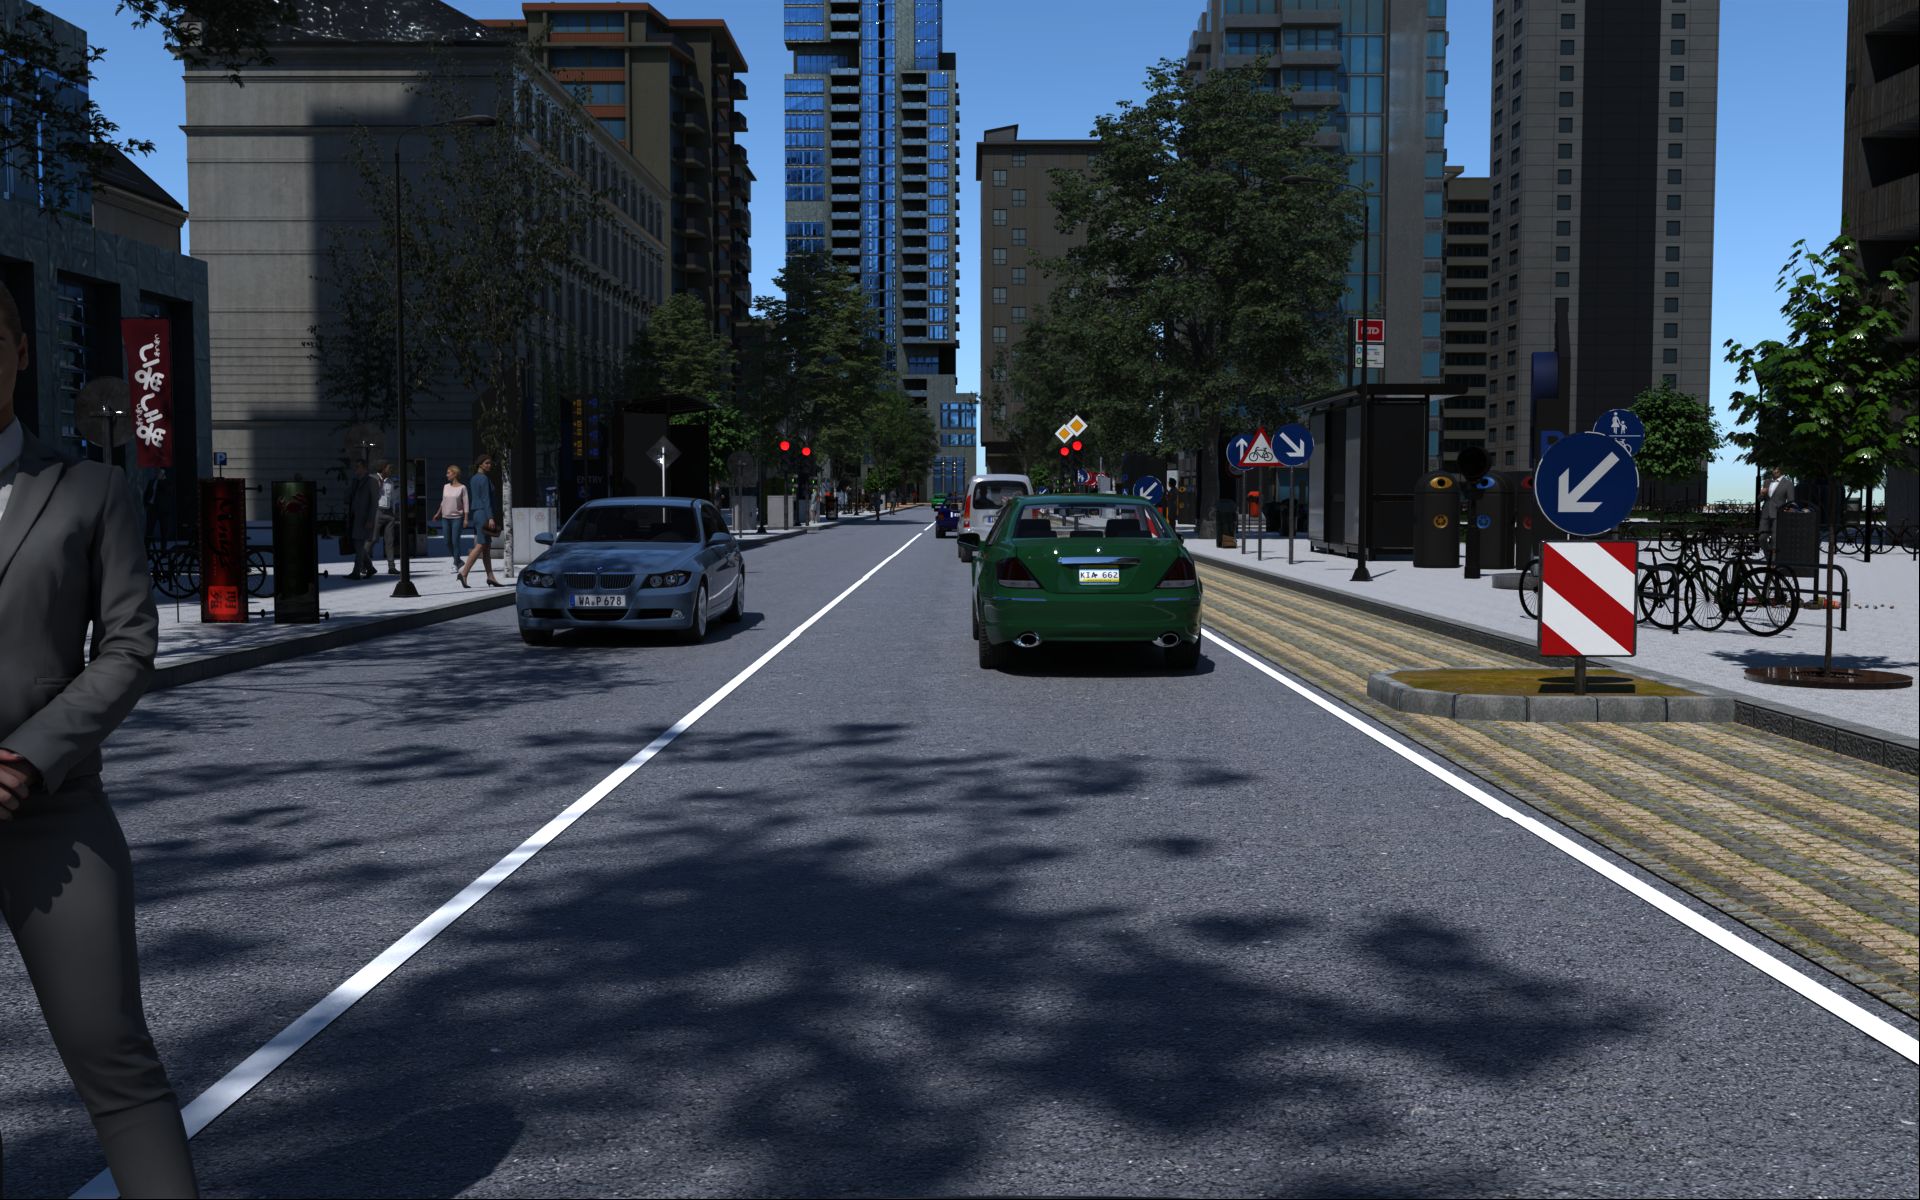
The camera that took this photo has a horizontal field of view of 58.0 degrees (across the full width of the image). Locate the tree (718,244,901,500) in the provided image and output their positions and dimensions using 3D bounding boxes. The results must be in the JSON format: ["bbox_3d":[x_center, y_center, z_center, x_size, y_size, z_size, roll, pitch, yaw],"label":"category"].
[{"bbox_3d":[-6.376,-9.853,79.230,7.486,12.596,7.792,0,3,0],"label":"tree"}]

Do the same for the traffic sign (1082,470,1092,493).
[{"bbox_3d":[6.558,-5.582,91.375,0.768,2.556,0.104,0,4,2],"label":"traffic sign"}]

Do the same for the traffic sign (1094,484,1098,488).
[{"bbox_3d":[10.825,-8.196,136.141,0.606,2.300,0.079,0,4,4],"label":"traffic sign"}]

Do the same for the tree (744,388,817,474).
[{"bbox_3d":[-12.551,-10.093,115.390,4.737,8.622,4.395,0,3,0],"label":"tree"}]

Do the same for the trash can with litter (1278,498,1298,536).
[{"bbox_3d":[9.952,-2.542,52.953,0.624,1.170,1.055,0,4,-4],"label":"trash can with litter"}]

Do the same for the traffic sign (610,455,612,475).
[{"bbox_3d":[-10.069,-3.014,49.282,0.884,2.594,0.081,0,4,5],"label":"traffic sign"}]

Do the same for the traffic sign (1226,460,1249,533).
[{"bbox_3d":[9.029,-3.443,56.394,0.768,2.556,0.104,1,4,10],"label":"traffic sign"}]

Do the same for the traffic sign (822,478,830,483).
[{"bbox_3d":[-10.511,-8.267,135.279,0.768,2.556,0.104,0,4,3],"label":"traffic sign"}]

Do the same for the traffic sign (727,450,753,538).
[{"bbox_3d":[-6.389,-3.074,50.361,0.768,2.556,0.104,0,4,4],"label":"traffic sign"}]

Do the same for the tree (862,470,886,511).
[{"bbox_3d":[-6.996,-8.712,137.039,1.663,3.219,1.824,0,3,0],"label":"tree"}]

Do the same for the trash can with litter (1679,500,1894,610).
[{"bbox_3d":[9.412,-0.549,20.037,1.678,1.210,2.233,-2,4,-27],"label":"trash can with litter"}]

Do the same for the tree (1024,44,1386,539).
[{"bbox_3d":[7.006,-8.706,48.995,9.857,13.997,8.962,0,3,0],"label":"tree"}]

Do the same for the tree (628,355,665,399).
[{"bbox_3d":[-17.261,-8.594,90.881,4.737,8.622,4.395,0,3,0],"label":"tree"}]

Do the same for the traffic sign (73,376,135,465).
[{"bbox_3d":[-9.234,-1.142,18.779,0.768,2.556,0.104,0,4,3],"label":"traffic sign"}]

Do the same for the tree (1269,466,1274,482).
[{"bbox_3d":[19.961,-8.306,119.511,4.285,4.588,4.351,0,3,0],"label":"tree"}]

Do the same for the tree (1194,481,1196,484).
[{"bbox_3d":[19.219,-8.651,136.042,1.663,3.219,1.824,0,3,0],"label":"tree"}]

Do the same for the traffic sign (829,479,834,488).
[{"bbox_3d":[-10.663,-8.660,141.691,0.768,2.556,0.104,0,4,2],"label":"traffic sign"}]

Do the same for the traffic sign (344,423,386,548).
[{"bbox_3d":[-10.643,-1.889,30.996,0.768,2.556,0.104,0,4,4],"label":"traffic sign"}]

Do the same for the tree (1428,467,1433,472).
[{"bbox_3d":[28.732,-6.904,107.479,1.663,3.219,1.824,0,3,0],"label":"tree"}]

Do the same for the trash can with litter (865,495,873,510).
[{"bbox_3d":[-7.405,-8.123,144.202,0.624,1.170,1.055,2,4,29],"label":"trash can with litter"}]

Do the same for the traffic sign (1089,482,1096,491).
[{"bbox_3d":[9.089,-7.293,119.347,0.768,2.556,0.104,0,4,2],"label":"traffic sign"}]

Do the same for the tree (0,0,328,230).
[{"bbox_3d":[-7.184,-4.619,9.938,8.767,10.594,7.601,3,5,42],"label":"tree"}]

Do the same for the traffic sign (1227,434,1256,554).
[{"bbox_3d":[6.057,-2.251,36.902,0.768,2.556,0.104,0,4,5],"label":"traffic sign"}]

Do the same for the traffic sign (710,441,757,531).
[{"bbox_3d":[-8.252,-4.091,60.757,2.265,3.308,0.079,0,4,8],"label":"traffic sign"}]

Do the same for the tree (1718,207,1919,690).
[{"bbox_3d":[6.071,-1.049,11.751,1.663,3.219,1.824,0,3,0],"label":"tree"}]

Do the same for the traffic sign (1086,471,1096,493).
[{"bbox_3d":[7.215,-5.930,97.056,0.768,2.556,0.104,0,4,6],"label":"traffic sign"}]

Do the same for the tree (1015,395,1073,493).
[{"bbox_3d":[7.107,-10.795,126.862,4.360,8.622,3.978,0,3,0],"label":"tree"}]

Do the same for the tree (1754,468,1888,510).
[{"bbox_3d":[62.630,-9.857,124.066,11.467,7.101,20.602,0,4,1],"label":"tree"}]

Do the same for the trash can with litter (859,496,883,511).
[{"bbox_3d":[-7.152,-7.546,134.434,2.233,1.210,1.678,0,4,3],"label":"trash can with litter"}]

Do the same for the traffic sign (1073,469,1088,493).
[{"bbox_3d":[5.963,-5.255,86.023,0.768,2.556,0.104,0,4,4],"label":"traffic sign"}]

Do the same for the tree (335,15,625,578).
[{"bbox_3d":[-7.134,-4.638,26.200,4.360,8.622,3.978,0,3,0],"label":"tree"}]

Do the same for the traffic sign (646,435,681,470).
[{"bbox_3d":[-6.672,-2.398,38.944,0.795,2.593,0.064,0,4,2],"label":"traffic sign"}]

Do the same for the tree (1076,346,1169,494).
[{"bbox_3d":[7.281,-7.900,79.523,4.737,8.622,4.395,0,3,0],"label":"tree"}]

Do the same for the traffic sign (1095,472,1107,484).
[{"bbox_3d":[8.142,-6.115,100.092,0.768,2.556,0.104,1,4,9],"label":"traffic sign"}]

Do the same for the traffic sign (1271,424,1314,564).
[{"bbox_3d":[6.044,-1.923,31.544,0.768,2.556,0.104,1,4,9],"label":"traffic sign"}]

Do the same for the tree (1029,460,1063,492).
[{"bbox_3d":[7.164,-9.511,139.215,4.285,4.588,4.351,0,3,0],"label":"tree"}]

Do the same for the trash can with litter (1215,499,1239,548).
[{"bbox_3d":[6.420,-1.825,41.220,0.624,1.170,1.055,0,4,-2],"label":"trash can with litter"}]

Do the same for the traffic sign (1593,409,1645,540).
[{"bbox_3d":[9.841,-1.582,25.976,0.768,2.556,0.104,0,4,2],"label":"traffic sign"}]

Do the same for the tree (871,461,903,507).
[{"bbox_3d":[-7.276,-11.367,169.556,4.285,4.588,4.351,0,3,0],"label":"tree"}]

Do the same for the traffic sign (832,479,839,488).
[{"bbox_3d":[-10.482,-8.826,144.410,0.768,2.556,0.104,0,4,5],"label":"traffic sign"}]

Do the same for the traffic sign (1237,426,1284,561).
[{"bbox_3d":[5.775,-2.036,33.298,0.884,2.594,0.081,0,4,8],"label":"traffic sign"}]

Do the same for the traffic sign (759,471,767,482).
[{"bbox_3d":[-10.981,-5.806,95.040,0.768,2.556,0.104,0,4,8],"label":"traffic sign"}]

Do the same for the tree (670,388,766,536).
[{"bbox_3d":[-7.750,-4.277,53.635,4.285,4.588,4.351,0,3,0],"label":"tree"}]

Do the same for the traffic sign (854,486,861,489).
[{"bbox_3d":[-8.317,-8.475,140.697,0.606,2.300,0.079,1,4,9],"label":"traffic sign"}]

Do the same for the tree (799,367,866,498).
[{"bbox_3d":[-7.217,-9.143,99.858,4.360,8.622,3.978,0,3,0],"label":"tree"}]

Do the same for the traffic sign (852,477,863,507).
[{"bbox_3d":[-7.467,-7.701,126.012,0.768,2.556,0.104,0,4,2],"label":"traffic sign"}]
